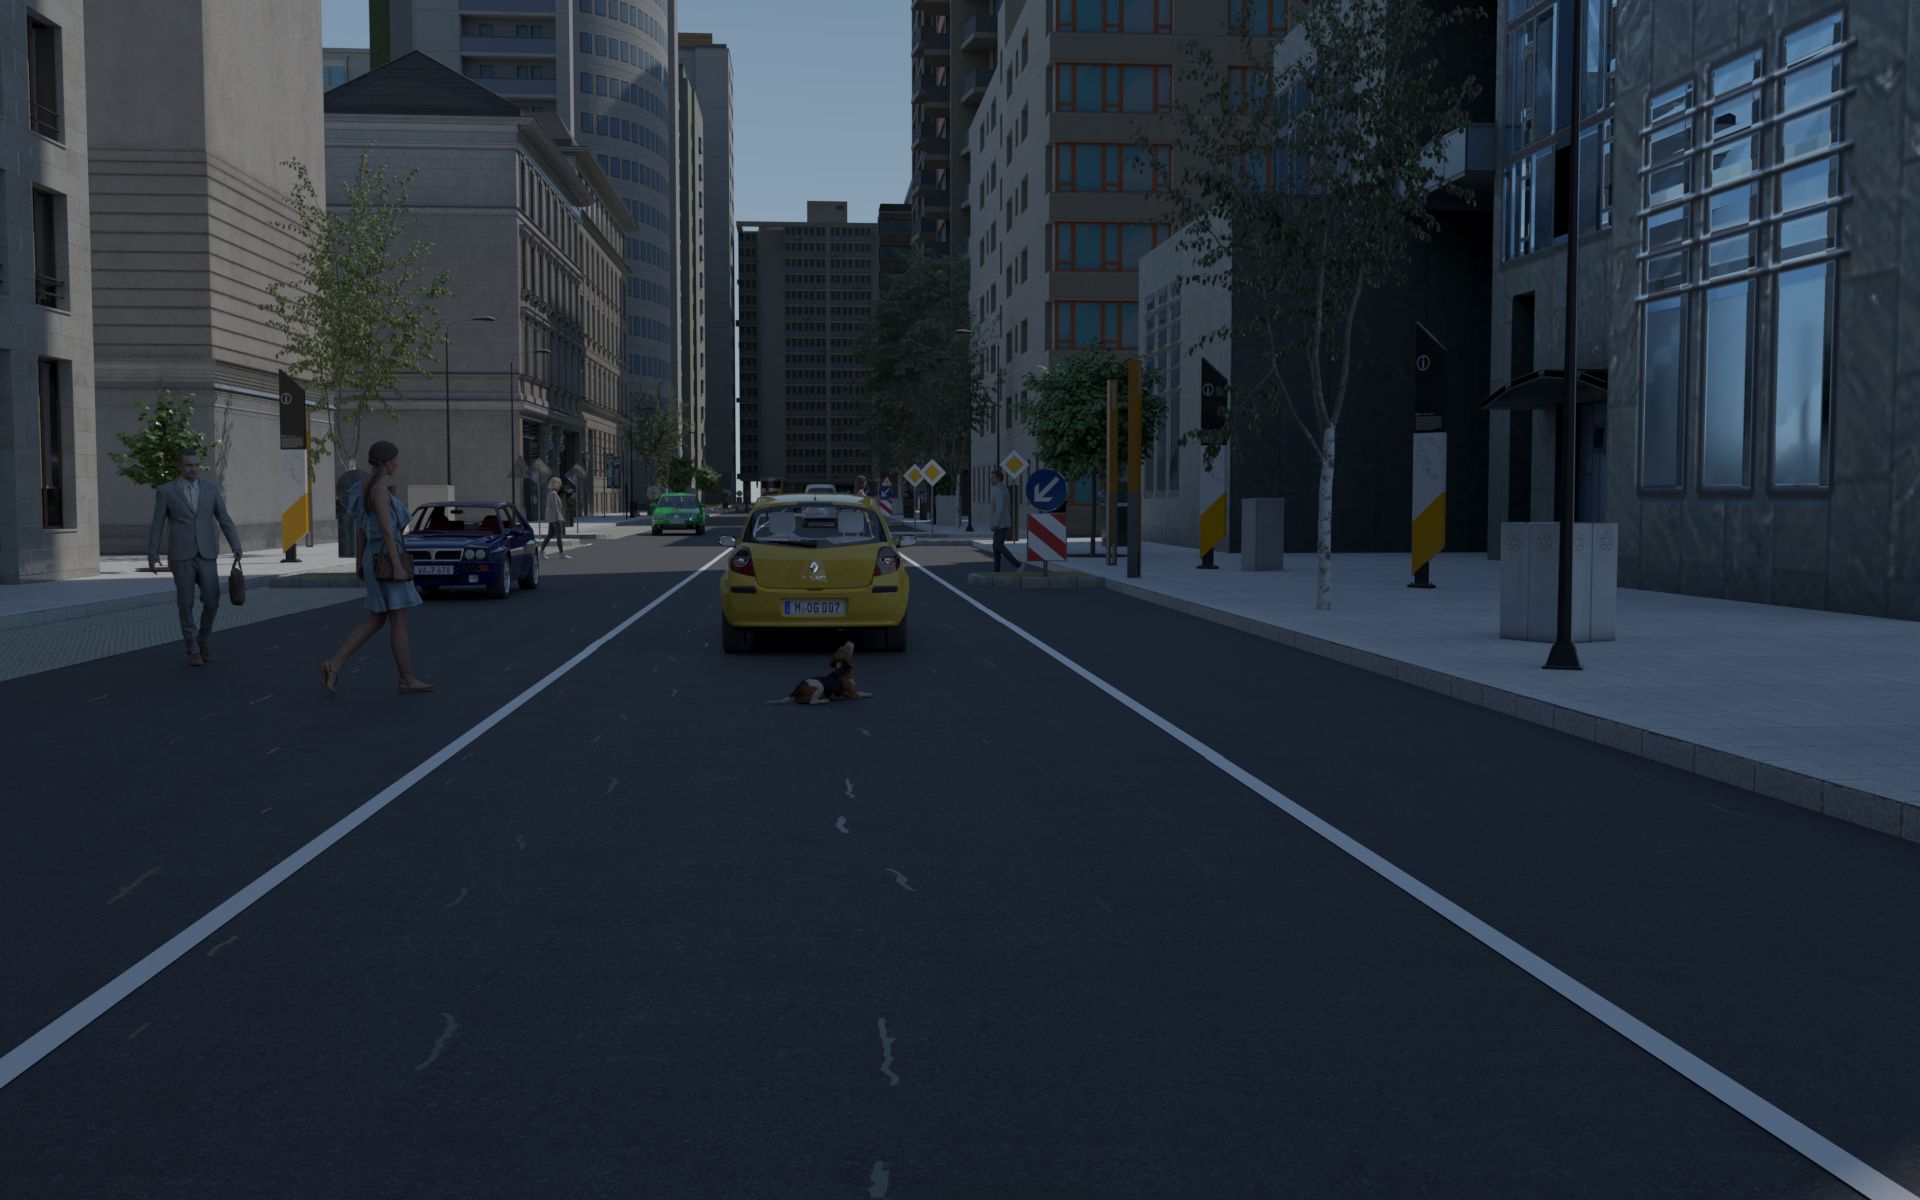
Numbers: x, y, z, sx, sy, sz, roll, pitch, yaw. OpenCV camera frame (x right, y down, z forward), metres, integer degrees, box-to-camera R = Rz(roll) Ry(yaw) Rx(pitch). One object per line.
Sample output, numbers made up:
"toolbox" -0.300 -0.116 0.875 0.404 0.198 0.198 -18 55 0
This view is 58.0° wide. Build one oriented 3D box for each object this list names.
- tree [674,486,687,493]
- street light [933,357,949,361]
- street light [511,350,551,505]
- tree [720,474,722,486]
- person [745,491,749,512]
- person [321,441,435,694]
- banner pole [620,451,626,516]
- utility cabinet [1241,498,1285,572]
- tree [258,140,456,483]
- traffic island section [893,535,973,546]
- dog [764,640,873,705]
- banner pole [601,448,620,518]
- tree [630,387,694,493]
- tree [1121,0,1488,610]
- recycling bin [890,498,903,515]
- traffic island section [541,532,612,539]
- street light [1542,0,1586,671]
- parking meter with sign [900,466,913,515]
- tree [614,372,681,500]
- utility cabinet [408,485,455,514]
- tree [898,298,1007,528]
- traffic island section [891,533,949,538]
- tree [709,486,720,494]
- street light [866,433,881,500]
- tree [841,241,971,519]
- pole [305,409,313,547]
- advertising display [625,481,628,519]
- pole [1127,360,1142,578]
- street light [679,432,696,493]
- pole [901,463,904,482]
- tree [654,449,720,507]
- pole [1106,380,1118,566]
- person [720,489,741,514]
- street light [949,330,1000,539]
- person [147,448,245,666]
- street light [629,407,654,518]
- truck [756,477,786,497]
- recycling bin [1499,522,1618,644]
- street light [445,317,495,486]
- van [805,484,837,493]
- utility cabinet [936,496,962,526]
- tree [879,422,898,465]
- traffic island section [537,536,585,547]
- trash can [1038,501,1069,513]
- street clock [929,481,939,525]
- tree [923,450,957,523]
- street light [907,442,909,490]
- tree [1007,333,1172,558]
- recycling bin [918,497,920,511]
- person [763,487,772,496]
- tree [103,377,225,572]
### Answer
"tree" -22.356 -8.803 138.524 1.663 3.219 1.824 0 3 0
"street light" -0.205 -5.285 58.945 1.470 5.913 1.316 0 4 -5
"street light" -13.854 -5.090 55.766 1.470 5.913 1.316 0 4 -5
"tree" -26.373 -11.941 178.955 4.285 4.588 4.351 0 3 0
"person" -16.844 -7.806 137.052 0.530 1.710 0.541 1 4 19
"person" -4.147 -0.230 12.354 0.778 1.811 0.616 -2 4 -29
"banner pole" -19.980 -6.826 101.628 0.863 3.779 0.401 -1 4 -8
"utility cabinet" 5.076 -1.095 29.063 0.306 1.237 1.020 3 4 37
"tree" -12.936 -5.291 36.873 4.737 8.622 4.395 0 3 0
"traffic island section" -0.762 -1.643 49.141 2.009 0.180 2.903 0 4 -5
"dog" -0.981 0.500 12.025 0.748 0.427 0.550 0 4 -2
"banner pole" -19.041 -6.337 93.625 0.401 3.779 0.863 3 5 43
"tree" -20.257 -10.249 117.939 4.737 8.622 4.395 0 3 0
"tree" 4.001 -4.211 19.216 4.360 8.622 3.978 0 3 0
"recycling bin" -3.884 -5.711 105.921 0.722 1.027 0.722 -1 4 -13
"traffic island section" -12.413 -2.071 56.137 2.009 0.180 2.903 0 4 -5
"street light" 3.907 -2.446 12.535 1.470 5.913 1.316 0 4 -5
"parking meter with sign" -3.382 -6.821 107.783 0.543 3.016 1.738 -2 4 -33
"tree" -18.722 -9.419 104.357 4.360 8.622 3.978 0 3 0
"utility cabinet" -13.196 -2.116 43.277 1.173 1.500 0.318 1 4 19
"tree" -0.127 -7.048 65.602 4.360 8.622 3.978 0 3 0
"traffic island section" -1.464 -2.129 57.095 2.009 0.180 2.903 0 4 -5
"tree" -26.341 -11.666 185.344 1.663 3.219 1.824 0 3 0
"street light" -6.600 -9.751 131.967 1.470 5.913 1.316 0 4 -5
"tree" -1.153 -11.128 88.592 9.857 13.997 8.962 0 3 0
"pole" -15.684 -2.924 41.657 0.158 3.312 0.155 0 3 0
"advertising display" -16.976 -5.074 88.168 0.123 1.923 0.974 -1 4 -11
"pole" 2.664 -1.992 26.419 0.158 3.312 0.155 0 3 0
"street light" -20.345 -9.577 129.120 1.470 5.913 1.316 0 4 -5
"pole" -3.759 -7.345 113.932 0.158 3.312 0.155 0 3 0
"tree" -20.622 -8.678 125.596 4.285 4.588 4.351 0 3 0
"pole" 2.725 -2.275 31.042 0.158 3.312 0.155 0 3 0
"person" -16.837 -7.218 126.730 1.509 1.804 0.699 1 4 12
"street light" 0.550 -4.684 49.129 1.470 5.913 1.316 0 4 -5
"person" -6.395 -0.360 14.503 0.709 1.813 0.853 -3 5 -41
"street light" -17.068 -7.361 92.889 1.470 5.913 1.316 0 4 -5
"truck" -22.083 -12.669 203.070 3.469 3.379 9.791 0 4 -5
"recycling bin" 5.263 -0.164 15.241 0.722 1.027 0.722 -2 4 -29
"street light" -12.871 -4.458 45.423 1.470 5.913 1.316 0 4 -5
"van" -6.108 -4.227 76.126 2.013 2.044 4.112 0 4 -4
"utility cabinet" -0.444 -3.585 69.770 1.020 1.237 0.306 2 4 26
"tree" -4.163 -10.755 126.214 4.360 8.622 3.978 0 3 0
"traffic island section" -11.711 -1.584 48.183 2.009 0.180 2.903 0 4 -5
"trash can" 2.034 -1.621 38.153 0.748 1.137 0.748 0 3 0
"street clock" -1.099 -4.140 72.259 0.358 2.002 0.471 2 4 28
"tree" -0.874 -4.988 76.150 1.663 3.219 1.824 0 3 0
"street light" -3.391 -7.509 95.314 1.470 5.913 1.316 0 4 -5
"tree" 2.658 -3.169 35.533 4.285 4.588 4.351 0 3 0
"recycling bin" -2.691 -7.265 131.337 0.722 1.027 0.722 -2 4 -32
"person" -10.219 -5.122 92.425 0.721 1.800 0.419 -1 4 -16
"tree" -13.282 -2.099 28.916 1.663 3.219 1.824 0 3 0
